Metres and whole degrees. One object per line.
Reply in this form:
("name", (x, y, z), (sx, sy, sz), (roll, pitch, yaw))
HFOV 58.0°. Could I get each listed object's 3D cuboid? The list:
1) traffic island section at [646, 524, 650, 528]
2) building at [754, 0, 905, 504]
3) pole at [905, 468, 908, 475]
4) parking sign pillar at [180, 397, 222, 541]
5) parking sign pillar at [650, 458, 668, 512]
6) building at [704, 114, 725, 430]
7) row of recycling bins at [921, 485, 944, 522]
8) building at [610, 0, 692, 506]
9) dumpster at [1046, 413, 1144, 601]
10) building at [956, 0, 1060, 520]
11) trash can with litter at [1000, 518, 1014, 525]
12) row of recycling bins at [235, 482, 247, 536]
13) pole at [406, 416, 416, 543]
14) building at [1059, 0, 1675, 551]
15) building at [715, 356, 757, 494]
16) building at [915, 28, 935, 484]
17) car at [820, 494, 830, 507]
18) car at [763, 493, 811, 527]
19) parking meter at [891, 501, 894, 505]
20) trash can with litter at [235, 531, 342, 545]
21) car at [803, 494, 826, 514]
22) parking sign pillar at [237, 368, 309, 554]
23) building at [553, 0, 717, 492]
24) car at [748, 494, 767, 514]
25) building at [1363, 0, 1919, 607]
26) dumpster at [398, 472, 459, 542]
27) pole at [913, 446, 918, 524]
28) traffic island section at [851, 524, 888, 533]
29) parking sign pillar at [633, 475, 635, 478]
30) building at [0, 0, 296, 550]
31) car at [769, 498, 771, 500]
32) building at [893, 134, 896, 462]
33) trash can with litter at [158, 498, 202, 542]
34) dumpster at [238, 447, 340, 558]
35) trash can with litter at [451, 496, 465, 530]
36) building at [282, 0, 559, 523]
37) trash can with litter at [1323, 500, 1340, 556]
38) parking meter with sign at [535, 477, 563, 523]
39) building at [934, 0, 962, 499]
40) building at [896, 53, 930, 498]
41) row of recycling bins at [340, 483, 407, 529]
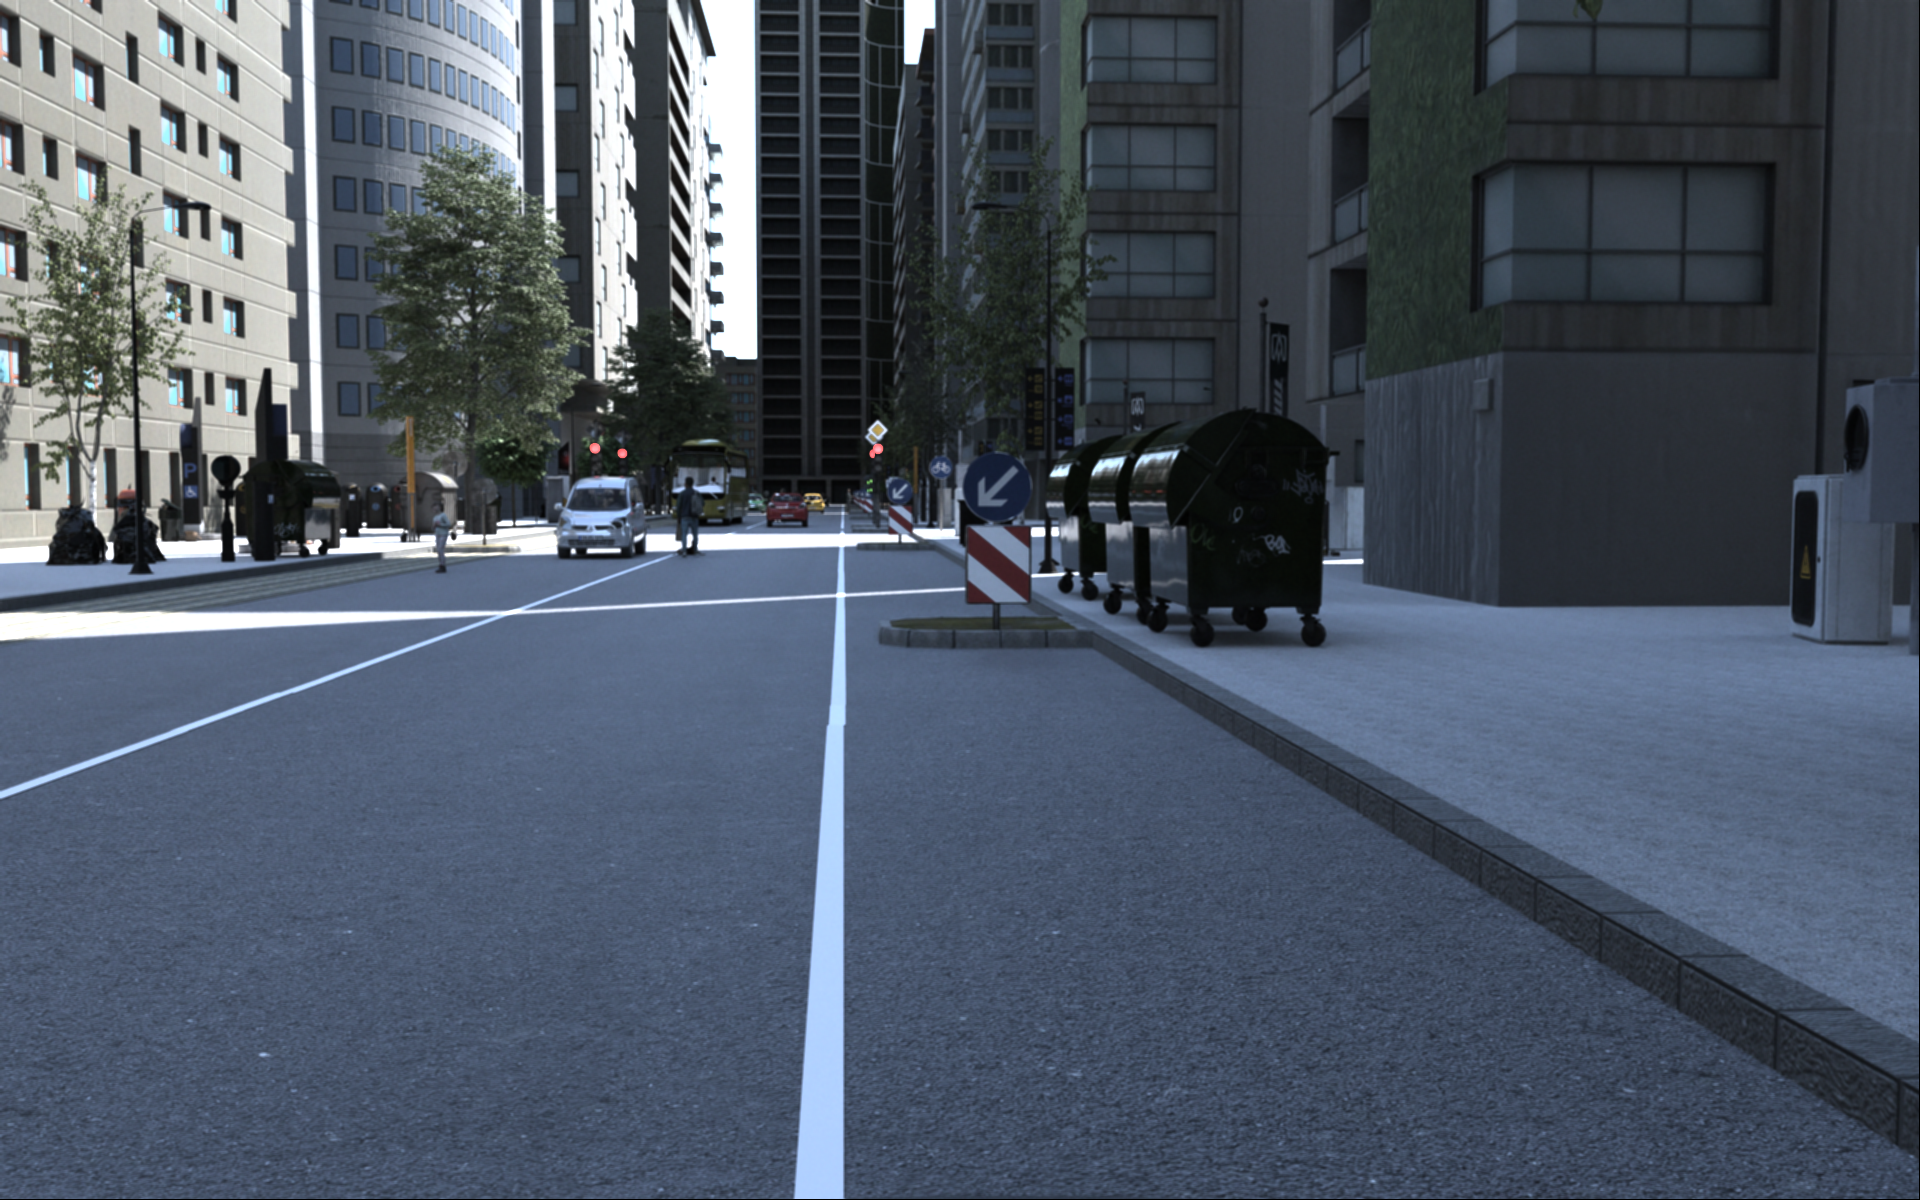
("traffic island section", (-14.130, -3.087, 72.751), (2.009, 0.180, 2.903), (0, 4, -4))
("building", (-17.960, -49.233, 243.217), (20.611, 71.187, 20.563), (0, 4, -4))
("pole", (-4.193, -8.731, 136.590), (0.158, 3.312, 0.155), (0, 3, 0))
("parking sign pillar", (-21.095, -3.616, 47.599), (1.447, 3.967, 1.447), (-1, 4, -19))
("parking sign pillar", (-21.657, -8.346, 124.925), (1.447, 3.967, 1.447), (1, 4, 13))
("building", (-43.682, -35.890, 206.403), (30.456, 49.044, 23.786), (0, 4, -4))
("row of recycling bins", (-1.288, -4.558, 81.637), (1.069, 1.692, 3.534), (0, 4, 6))
("building", (-35.975, -32.612, 156.904), (21.300, 48.544, 21.600), (0, 4, -4))
("dumpster", (1.920, -1.167, 21.579), (1.502, 2.255, 1.985), (0, 4, -4))
("building", (12.319, -24.429, 91.295), (23.993, 40.220, 32.217), (0, 4, -4))
("trash can with litter", (1.273, -1.991, 43.944), (0.624, 1.170, 1.055), (-3, 4, -36))
("row of recycling bins", (-20.593, -2.778, 52.530), (3.534, 1.692, 1.069), (2, 4, 27))
("pole", (-14.424, -3.159, 45.490), (0.158, 3.312, 0.155), (0, 3, 0))
("building", (9.543, -22.261, 47.566), (14.154, 41.232, 14.086), (0, 4, -4))
("building", (-42.901, -24.565, 246.682), (28.899, 21.520, 27.650), (0, 4, -4))
("building", (7.072, -31.131, 163.614), (22.147, 44.769, 28.867), (0, 4, -4))
("car", (-16.074, -11.680, 200.752), (2.009, 1.686, 4.222), (0, 4, -3))
("car", (-7.628, -4.123, 76.443), (2.155, 1.783, 4.494), (0, 4, -6))
("parking meter", (-4.260, -6.565, 113.054), (0.399, 1.863, 0.255), (-1, 4, -21))
("trash can with litter", (-17.169, -2.000, 43.750), (2.233, 1.210, 1.678), (1, 4, 11))
("car", (-10.888, -7.192, 127.808), (2.015, 1.641, 3.980), (0, 4, -5))
("parking sign pillar", (-15.020, -3.015, 37.768), (1.447, 3.967, 1.447), (-2, 4, -31))
("building", (-40.504, -36.195, 181.029), (28.713, 52.752, 27.495), (0, 4, -4))
("car", (-15.194, -7.055, 127.153), (2.131, 1.459, 4.920), (0, 4, -5))
("building", (12.649, -20.923, 25.680), (14.154, 41.232, 14.086), (0, 4, -4))
("dumpster", (-14.347, -2.505, 46.722), (1.264, 1.857, 1.865), (0, 4, -4))
("pole", (-1.902, -4.919, 74.276), (0.158, 3.312, 0.155), (0, 3, 0))
("traffic island section", (-3.075, -2.642, 65.485), (2.009, 0.180, 2.903), (0, 4, -4))
("parking sign pillar", (-27.930, -9.678, 146.701), (1.447, 3.967, 1.447), (-2, 4, -24))
("building", (-37.005, -12.318, 46.447), (28.899, 21.520, 27.650), (0, 4, -4))
("car", (-17.184, -9.475, 165.146), (2.015, 1.641, 3.980), (0, 4, -3))
("building", (2.892, -35.918, 210.958), (21.300, 48.544, 21.600), (0, 4, -4))
("trash can with litter", (-20.860, -2.137, 46.324), (1.055, 1.170, 0.624), (-1, 4, -17))
("dumpster", (-13.720, -2.016, 35.452), (1.502, 2.255, 1.985), (0, 4, -4))
("trash can with litter", (-18.283, -3.098, 61.718), (2.233, 1.210, 1.678), (0, 4, -6))
("building", (-33.275, -33.302, 86.487), (21.231, 58.520, 28.212), (0, 4, -4))
("trash can with litter", (7.002, -1.524, 35.982), (2.233, 1.210, 1.678), (-1, 4, -13))
("parking meter with sign", (-17.797, -4.885, 76.136), (1.738, 3.016, 0.543), (-1, 4, -20))
("building", (8.678, -35.490, 122.265), (21.231, 58.520, 28.212), (0, 4, -4))
("building", (4.299, -34.548, 188.556), (21.300, 48.544, 21.600), (0, 4, -4))
("row of recycling bins", (-21.224, -3.498, 64.311), (3.534, 1.692, 1.069), (-1, 4, -11))
